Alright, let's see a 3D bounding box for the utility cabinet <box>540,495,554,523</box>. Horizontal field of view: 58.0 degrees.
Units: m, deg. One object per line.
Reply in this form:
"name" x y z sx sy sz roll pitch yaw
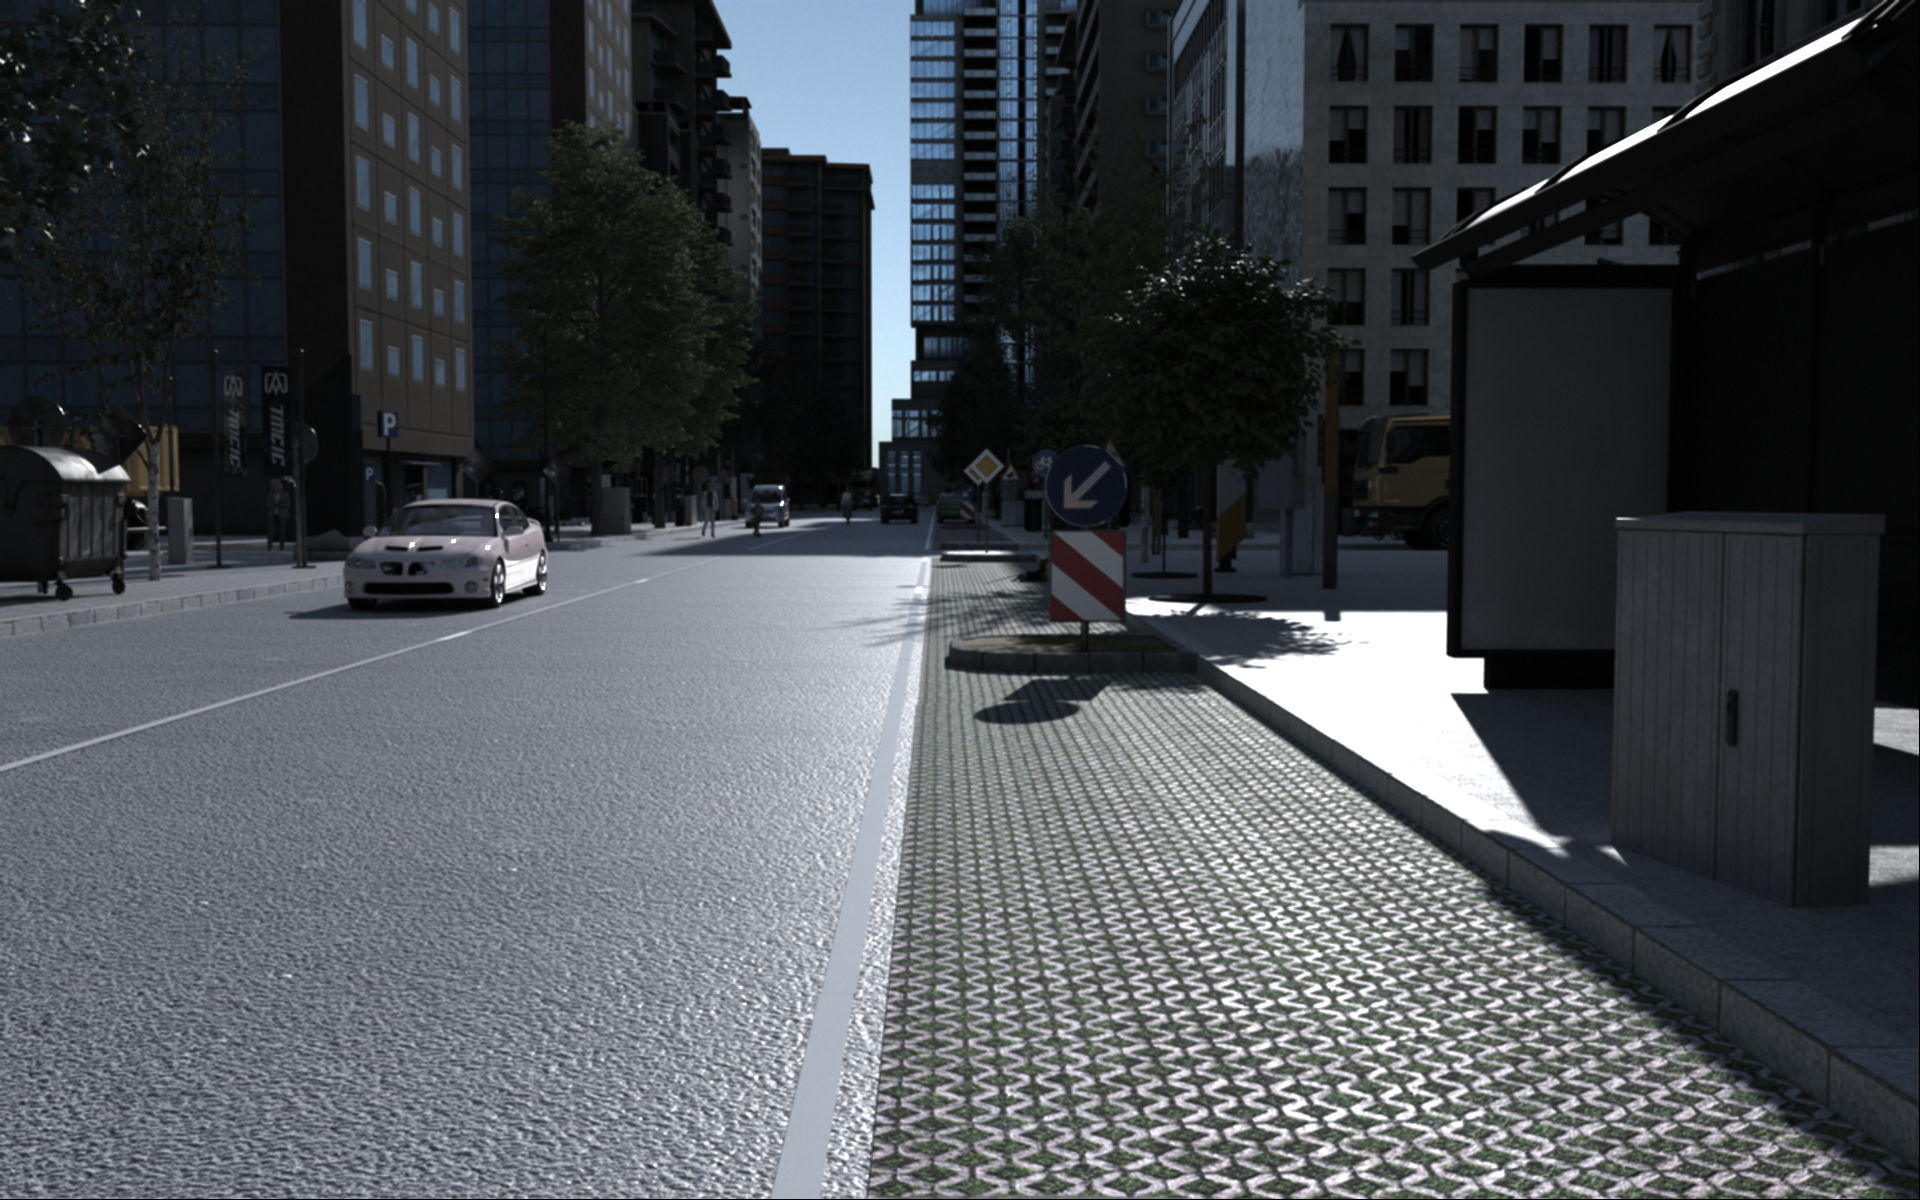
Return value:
"utility cabinet" -18.213 -3.991 76.412 0.306 1.237 1.020 0 4 6

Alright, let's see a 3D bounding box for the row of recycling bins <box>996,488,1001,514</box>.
"row of recycling bins" 2.922 -6.427 112.195 1.069 1.692 3.534 2 4 28

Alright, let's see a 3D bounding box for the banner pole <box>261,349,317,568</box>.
"banner pole" -11.603 -2.439 29.897 0.863 3.779 0.401 -2 4 -28

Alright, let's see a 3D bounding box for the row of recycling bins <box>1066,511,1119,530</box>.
"row of recycling bins" 3.574 -2.439 46.992 1.069 1.692 3.534 1 4 17

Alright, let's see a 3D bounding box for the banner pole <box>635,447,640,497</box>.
"banner pole" -15.085 -5.566 81.022 0.401 3.779 0.863 -2 4 -29

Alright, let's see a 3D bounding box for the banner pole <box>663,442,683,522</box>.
"banner pole" -13.529 -5.649 82.371 0.863 3.779 0.401 2 4 28

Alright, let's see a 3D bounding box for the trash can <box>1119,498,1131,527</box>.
"trash can" 6.362 -3.452 68.101 0.748 1.137 0.748 0 3 0

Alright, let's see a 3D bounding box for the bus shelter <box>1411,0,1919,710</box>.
"bus shelter" 4.045 -0.913 8.858 2.014 3.302 5.546 0 4 -1

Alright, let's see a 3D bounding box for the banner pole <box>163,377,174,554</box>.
"banner pole" -16.810 -2.869 36.921 0.401 3.779 0.863 -2 4 -25

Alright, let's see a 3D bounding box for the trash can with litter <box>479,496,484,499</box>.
"trash can with litter" -19.255 -3.643 70.624 1.678 1.210 2.233 0 4 2

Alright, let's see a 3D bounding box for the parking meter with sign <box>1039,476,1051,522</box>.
"parking meter with sign" 4.027 -5.107 79.766 0.543 3.016 1.738 -1 4 -21

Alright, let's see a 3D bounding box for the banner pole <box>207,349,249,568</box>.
"banner pole" -12.810 -2.464 30.296 0.401 3.779 0.863 2 4 29

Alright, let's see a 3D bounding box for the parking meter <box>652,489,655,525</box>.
"parking meter" -12.808 -3.950 73.000 0.372 1.533 0.369 0 3 0

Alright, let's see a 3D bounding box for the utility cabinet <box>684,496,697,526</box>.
"utility cabinet" -10.927 -3.615 70.262 0.306 1.237 1.020 0 4 4

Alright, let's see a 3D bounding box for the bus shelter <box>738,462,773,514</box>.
"bus shelter" -13.400 -7.266 112.723 2.014 3.302 5.546 0 4 -1

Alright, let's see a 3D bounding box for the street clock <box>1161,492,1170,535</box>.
"street clock" 6.423 -3.044 54.342 0.358 2.002 0.471 0 4 -7

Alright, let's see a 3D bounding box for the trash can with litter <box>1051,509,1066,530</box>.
"trash can with litter" 3.523 -2.797 57.112 1.055 1.170 0.624 1 4 18

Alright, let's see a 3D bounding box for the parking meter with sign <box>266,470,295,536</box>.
"parking meter with sign" -20.089 -3.376 51.458 1.738 3.016 0.543 3 5 43

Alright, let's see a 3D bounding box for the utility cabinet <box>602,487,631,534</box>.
"utility cabinet" -10.971 -2.831 54.961 1.173 1.500 0.318 2 4 34

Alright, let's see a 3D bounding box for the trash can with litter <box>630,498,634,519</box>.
"trash can with litter" -11.873 -2.981 60.122 1.055 1.170 0.624 -2 4 -26

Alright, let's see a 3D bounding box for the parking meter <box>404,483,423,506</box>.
"parking meter" -11.943 -1.804 37.898 0.372 1.533 0.369 0 3 0

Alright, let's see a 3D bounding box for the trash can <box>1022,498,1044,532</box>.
"trash can" 2.497 -2.906 59.174 0.748 1.137 0.748 0 3 0

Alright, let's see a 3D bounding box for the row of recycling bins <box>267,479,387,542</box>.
"row of recycling bins" -17.433 -2.482 47.691 1.069 1.692 3.534 2 4 34

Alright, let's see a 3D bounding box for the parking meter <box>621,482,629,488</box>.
"parking meter" -16.161 -4.751 83.393 0.399 1.863 0.255 0 4 -4

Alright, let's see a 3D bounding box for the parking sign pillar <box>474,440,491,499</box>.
"parking sign pillar" -23.778 -5.985 86.325 1.447 3.967 1.447 0 4 2

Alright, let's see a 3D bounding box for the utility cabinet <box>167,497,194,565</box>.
"utility cabinet" -14.400 -1.276 32.017 0.306 1.237 1.020 -1 4 -16

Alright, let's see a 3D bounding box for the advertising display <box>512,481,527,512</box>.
"advertising display" -22.070 -4.989 86.791 0.974 1.923 0.123 3 4 38

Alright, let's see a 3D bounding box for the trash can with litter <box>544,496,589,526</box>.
"trash can with litter" -16.097 -3.609 70.058 2.233 1.210 1.678 0 4 -8

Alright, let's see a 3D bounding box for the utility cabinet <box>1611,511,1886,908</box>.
"utility cabinet" 2.610 0.325 5.851 0.306 1.237 1.020 -1 4 -11

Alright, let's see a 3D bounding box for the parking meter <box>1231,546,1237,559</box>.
"parking meter" 5.291 -1.582 34.276 0.372 1.533 0.369 0 3 0

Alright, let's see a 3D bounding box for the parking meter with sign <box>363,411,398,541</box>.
"parking meter with sign" -12.816 -2.481 36.817 1.738 3.016 0.543 1 4 20

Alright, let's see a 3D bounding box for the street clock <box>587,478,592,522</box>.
"street clock" -16.644 -4.515 78.395 0.358 2.002 0.471 -3 5 -42

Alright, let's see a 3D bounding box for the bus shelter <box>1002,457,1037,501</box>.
"bus shelter" 3.149 -5.963 91.415 2.014 3.302 5.546 0 4 -1

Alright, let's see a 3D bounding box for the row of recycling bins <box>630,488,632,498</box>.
"row of recycling bins" -22.511 -6.438 112.375 3.534 1.692 1.069 -3 4 -37

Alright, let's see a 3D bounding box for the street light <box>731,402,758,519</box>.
"street light" -10.876 -7.031 87.491 1.470 5.913 1.316 0 4 -1

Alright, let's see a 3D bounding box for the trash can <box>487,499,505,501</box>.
"trash can" -13.833 -2.420 51.227 0.748 1.137 0.748 0 3 0

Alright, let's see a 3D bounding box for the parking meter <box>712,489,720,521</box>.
"parking meter" -11.821 -4.618 83.918 0.372 1.533 0.369 0 3 0

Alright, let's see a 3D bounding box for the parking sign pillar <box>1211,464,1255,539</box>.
"parking sign pillar" 7.869 -3.787 50.397 1.447 3.967 1.447 3 5 41

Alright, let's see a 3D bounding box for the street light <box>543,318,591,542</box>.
"street light" -10.449 -4.489 45.941 1.470 5.913 1.316 0 4 -1

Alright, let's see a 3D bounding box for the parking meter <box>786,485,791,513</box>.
"parking meter" -11.411 -6.681 114.945 0.255 1.863 0.399 3 5 44

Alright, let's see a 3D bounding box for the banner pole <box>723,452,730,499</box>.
"banner pole" -14.075 -6.996 104.407 0.401 3.779 0.863 2 4 35

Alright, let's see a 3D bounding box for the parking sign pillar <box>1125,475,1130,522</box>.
"parking sign pillar" 7.454 -5.814 83.528 1.447 3.967 1.447 3 4 37

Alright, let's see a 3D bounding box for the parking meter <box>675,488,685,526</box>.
"parking meter" -11.229 -3.728 69.371 0.372 1.533 0.369 0 3 0

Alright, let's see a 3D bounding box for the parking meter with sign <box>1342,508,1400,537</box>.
"parking meter with sign" 12.454 -3.431 52.353 1.738 3.016 0.543 0 4 7

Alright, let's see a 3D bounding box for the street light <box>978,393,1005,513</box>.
"street light" 1.493 -6.516 79.073 1.470 5.913 1.316 0 4 -1

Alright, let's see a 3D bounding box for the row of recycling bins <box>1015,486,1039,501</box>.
"row of recycling bins" 4.476 -4.845 86.325 3.534 1.692 1.069 0 4 -7

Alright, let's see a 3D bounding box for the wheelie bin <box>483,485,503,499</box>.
"wheelie bin" -16.428 -3.245 60.962 0.693 1.594 0.980 -1 4 -20

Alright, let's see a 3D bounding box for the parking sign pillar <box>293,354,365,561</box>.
"parking sign pillar" -12.298 -2.774 33.819 1.447 3.967 1.447 2 4 24

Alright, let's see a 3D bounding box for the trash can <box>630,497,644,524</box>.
"trash can" -14.154 -3.914 75.645 0.748 1.137 0.748 0 3 0

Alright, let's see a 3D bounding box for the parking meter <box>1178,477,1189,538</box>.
"parking meter" 6.530 -2.746 50.603 0.255 1.863 0.399 1 4 19

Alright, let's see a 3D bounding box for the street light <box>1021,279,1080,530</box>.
"street light" 2.014 -3.982 37.643 1.470 5.913 1.316 0 4 -1
